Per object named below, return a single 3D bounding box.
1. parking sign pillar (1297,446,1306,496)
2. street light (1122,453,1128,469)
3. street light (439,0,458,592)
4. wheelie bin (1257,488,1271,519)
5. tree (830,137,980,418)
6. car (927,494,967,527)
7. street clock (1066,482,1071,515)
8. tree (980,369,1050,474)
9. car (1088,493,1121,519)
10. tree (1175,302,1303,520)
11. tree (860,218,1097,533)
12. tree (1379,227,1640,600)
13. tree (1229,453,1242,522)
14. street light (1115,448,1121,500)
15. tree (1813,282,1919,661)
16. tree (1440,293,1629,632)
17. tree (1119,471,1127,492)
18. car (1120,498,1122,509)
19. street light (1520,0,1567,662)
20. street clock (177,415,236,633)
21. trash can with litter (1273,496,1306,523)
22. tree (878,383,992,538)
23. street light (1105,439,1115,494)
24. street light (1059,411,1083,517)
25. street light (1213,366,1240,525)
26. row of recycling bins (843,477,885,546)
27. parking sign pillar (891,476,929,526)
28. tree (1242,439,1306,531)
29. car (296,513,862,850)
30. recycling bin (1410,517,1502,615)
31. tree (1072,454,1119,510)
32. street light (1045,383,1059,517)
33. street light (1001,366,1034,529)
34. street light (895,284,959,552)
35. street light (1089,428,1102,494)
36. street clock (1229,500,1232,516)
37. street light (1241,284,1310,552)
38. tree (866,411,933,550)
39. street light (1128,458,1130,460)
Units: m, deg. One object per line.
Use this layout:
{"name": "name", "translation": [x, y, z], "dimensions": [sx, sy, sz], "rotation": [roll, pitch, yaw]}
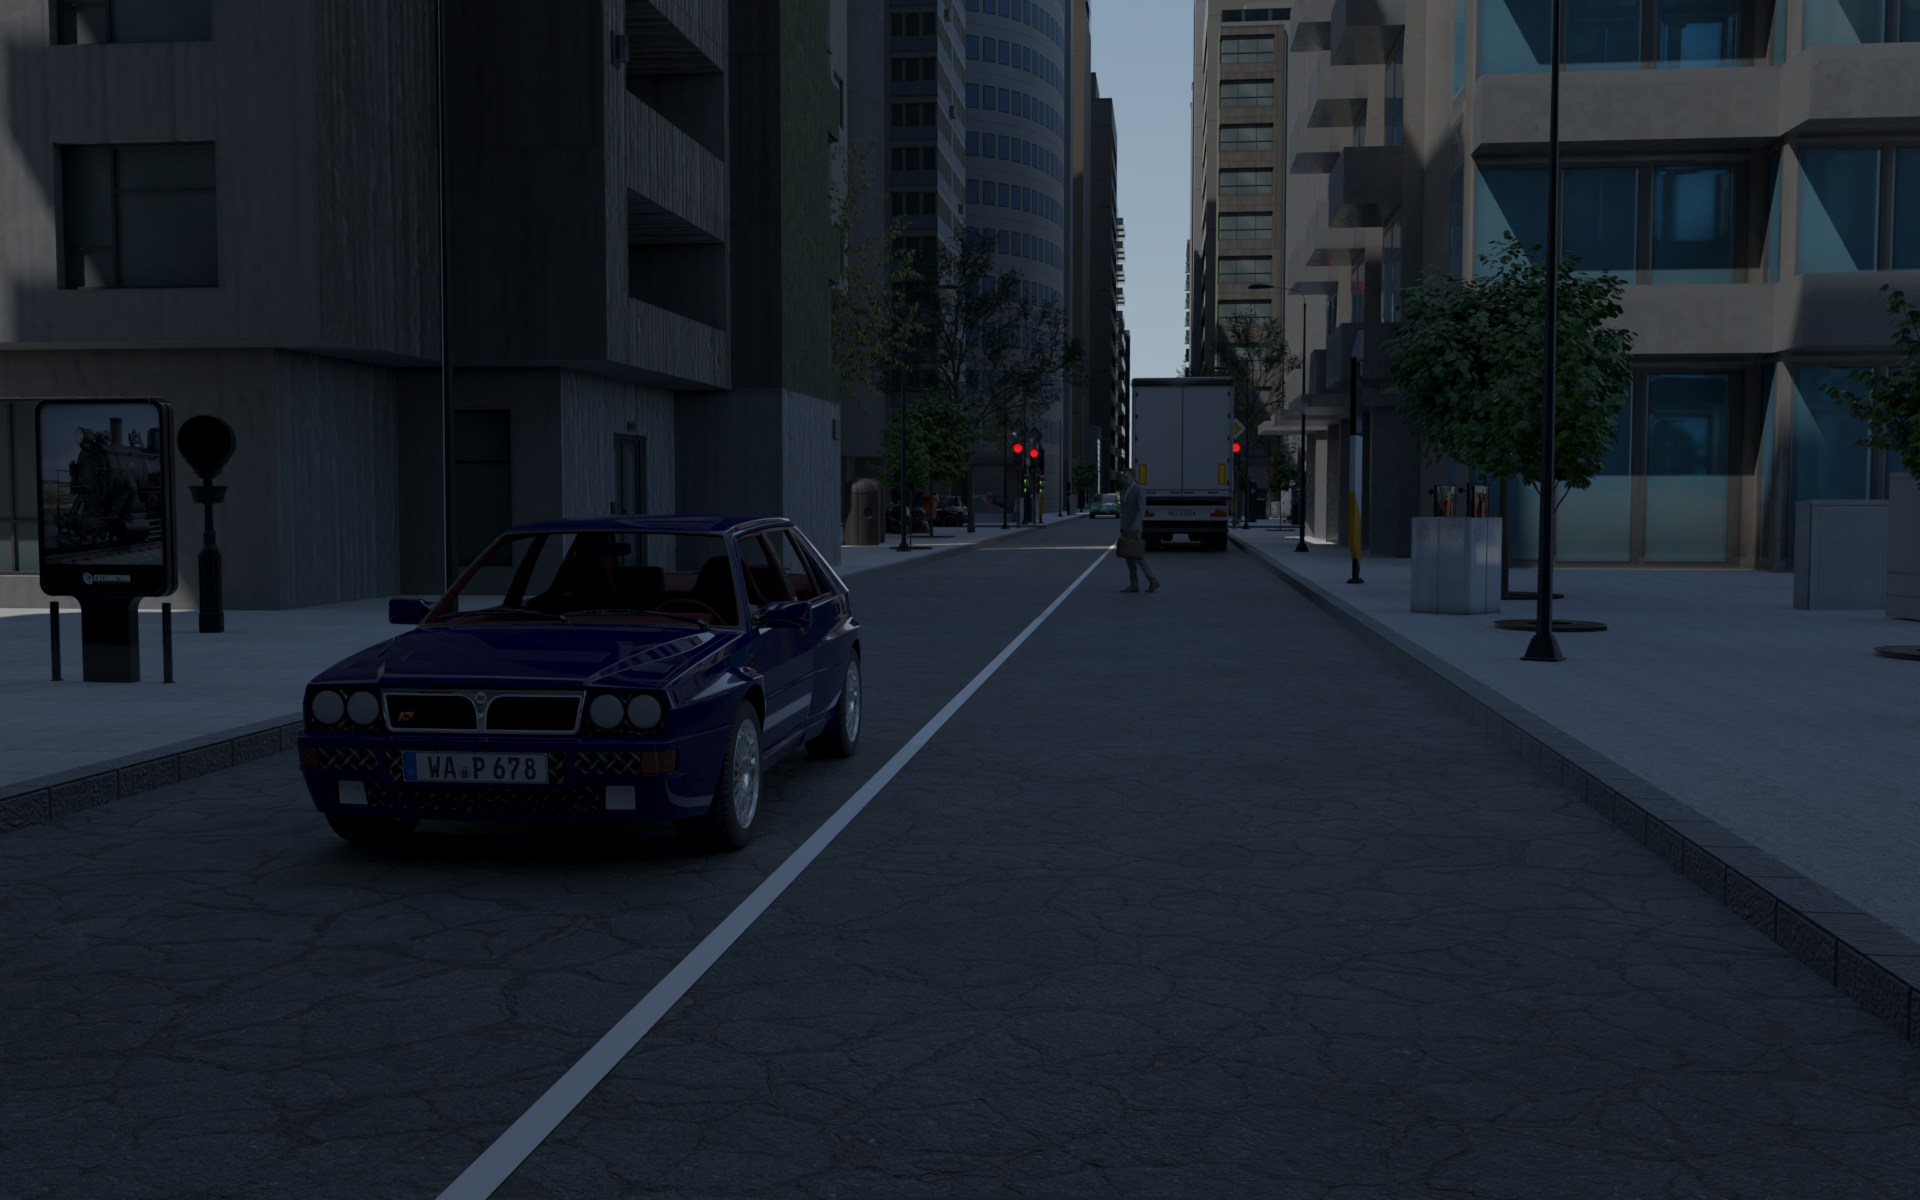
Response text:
{"name": "parking sign pillar", "translation": [19.332, -6.573, 95.934], "dimensions": [1.447, 3.967, 1.447], "rotation": [1, 4, 16]}
{"name": "street light", "translation": [18.115, -13.773, 197.735], "dimensions": [1.470, 5.913, 1.316], "rotation": [0, 4, 7]}
{"name": "street light", "translation": [-3.711, -2.551, 14.253], "dimensions": [1.470, 5.913, 1.316], "rotation": [0, 4, 7]}
{"name": "wheelie bin", "translation": [15.277, -4.869, 87.520], "dimensions": [0.980, 1.594, 0.693], "rotation": [2, 4, 33]}
{"name": "tree", "translation": [-2.832, -5.152, 34.591], "dimensions": [4.737, 8.622, 4.395], "rotation": [0, 3, 0]}
{"name": "car", "translation": [-1.649, -3.583, 68.368], "dimensions": [4.222, 1.686, 2.009], "rotation": [0, 4, 7]}
{"name": "street clock", "translation": [6.559, -6.132, 104.833], "dimensions": [0.358, 2.002, 0.471], "rotation": [0, 4, 6]}
{"name": "tree", "translation": [2.816, -9.115, 99.389], "dimensions": [4.737, 8.622, 4.395], "rotation": [0, 3, 0]}
{"name": "car", "translation": [8.579, -5.713, 102.209], "dimensions": [1.959, 1.807, 4.718], "rotation": [0, 4, 6]}
{"name": "tree", "translation": [13.758, -9.226, 85.261], "dimensions": [8.767, 10.594, 7.601], "rotation": [0, 4, 7]}
{"name": "tree", "translation": [0.462, -7.546, 57.788], "dimensions": [8.767, 10.594, 7.601], "rotation": [1, 4, 10]}
{"name": "tree", "translation": [6.864, -2.317, 21.591], "dimensions": [4.285, 4.588, 4.351], "rotation": [0, 3, 0]}
{"name": "tree", "translation": [13.027, -5.222, 79.983], "dimensions": [1.663, 3.219, 1.824], "rotation": [0, 3, 0]}
{"name": "street light", "translation": [15.151, -12.261, 173.008], "dimensions": [1.470, 5.913, 1.316], "rotation": [0, 4, 7]}
{"name": "tree", "translation": [7.786, -1.148, 13.376], "dimensions": [1.663, 3.219, 1.824], "rotation": [0, 3, 0]}
{"name": "tree", "translation": [5.709, -1.345, 16.589], "dimensions": [1.663, 3.219, 1.824], "rotation": [0, 3, 0]}
{"name": "tree", "translation": [19.671, -14.411, 219.341], "dimensions": [4.285, 4.588, 4.351], "rotation": [0, 3, 0]}
{"name": "car", "translation": [16.041, -9.228, 162.873], "dimensions": [2.014, 1.417, 4.499], "rotation": [1, 4, 9]}
{"name": "street light", "translation": [3.976, -2.492, 13.285], "dimensions": [1.470, 5.913, 1.316], "rotation": [0, 4, 7]}
{"name": "street clock", "translation": [-6.943, -0.700, 16.010], "dimensions": [0.471, 2.002, 0.358], "rotation": [-1, 4, -12]}
{"name": "trash can with litter", "translation": [14.981, -3.996, 76.390], "dimensions": [2.233, 1.210, 1.678], "rotation": [2, 4, 28]}
{"name": "tree", "translation": [-0.762, -4.132, 51.267], "dimensions": [4.285, 4.588, 4.351], "rotation": [0, 3, 0]}
{"name": "street light", "translation": [12.347, -10.765, 148.551], "dimensions": [1.470, 5.913, 1.316], "rotation": [0, 4, 7]}
{"name": "street light", "translation": [6.160, -7.613, 97.018], "dimensions": [1.470, 5.913, 1.316], "rotation": [0, 4, 7]}
{"name": "street light", "translation": [9.895, -5.534, 63.021], "dimensions": [1.470, 5.913, 1.316], "rotation": [0, 4, 7]}
{"name": "row of recycling bins", "translation": [-2.476, -2.282, 44.423], "dimensions": [1.069, 1.692, 3.534], "rotation": [0, 4, 1]}
{"name": "parking sign pillar", "translation": [-1.877, -4.618, 63.973], "dimensions": [1.447, 3.967, 1.447], "rotation": [1, 4, 9]}
{"name": "tree", "translation": [11.125, -4.016, 60.270], "dimensions": [1.663, 3.219, 1.824], "rotation": [0, 3, 0]}
{"name": "car", "translation": [-1.568, 0.264, 8.272], "dimensions": [1.945, 1.354, 3.894], "rotation": [0, 4, 6]}
{"name": "recycling bin", "translation": [5.377, -0.380, 18.770], "dimensions": [0.722, 1.027, 0.722], "rotation": [-3, 5, -44]}
{"name": "tree", "translation": [9.927, -9.668, 141.778], "dimensions": [4.285, 4.588, 4.351], "rotation": [0, 3, 0]}
{"name": "street light", "translation": [3.261, -6.116, 72.533], "dimensions": [1.470, 5.913, 1.316], "rotation": [0, 4, 7]}
{"name": "street light", "translation": [2.191, -5.533, 63.002], "dimensions": [1.470, 5.913, 1.316], "rotation": [0, 4, 7]}
{"name": "street light", "translation": [-0.718, -4.030, 38.437], "dimensions": [1.470, 5.913, 1.316], "rotation": [0, 4, 7]}
{"name": "street light", "translation": [9.101, -9.141, 121.999], "dimensions": [1.470, 5.913, 1.316], "rotation": [0, 4, 7]}
{"name": "street clock", "translation": [15.565, -5.838, 100.022], "dimensions": [0.471, 2.002, 0.358], "rotation": [2, 4, 35]}
{"name": "street light", "translation": [7.047, -4.023, 38.309], "dimensions": [1.470, 5.913, 1.316], "rotation": [0, 4, 7]}
{"name": "tree", "translation": [-1.108, -2.803, 40.437], "dimensions": [1.663, 3.219, 1.824], "rotation": [0, 3, 0]}
{"name": "street light", "translation": [21.969, -15.819, 231.180], "dimensions": [1.470, 5.913, 1.316], "rotation": [0, 4, 7]}
